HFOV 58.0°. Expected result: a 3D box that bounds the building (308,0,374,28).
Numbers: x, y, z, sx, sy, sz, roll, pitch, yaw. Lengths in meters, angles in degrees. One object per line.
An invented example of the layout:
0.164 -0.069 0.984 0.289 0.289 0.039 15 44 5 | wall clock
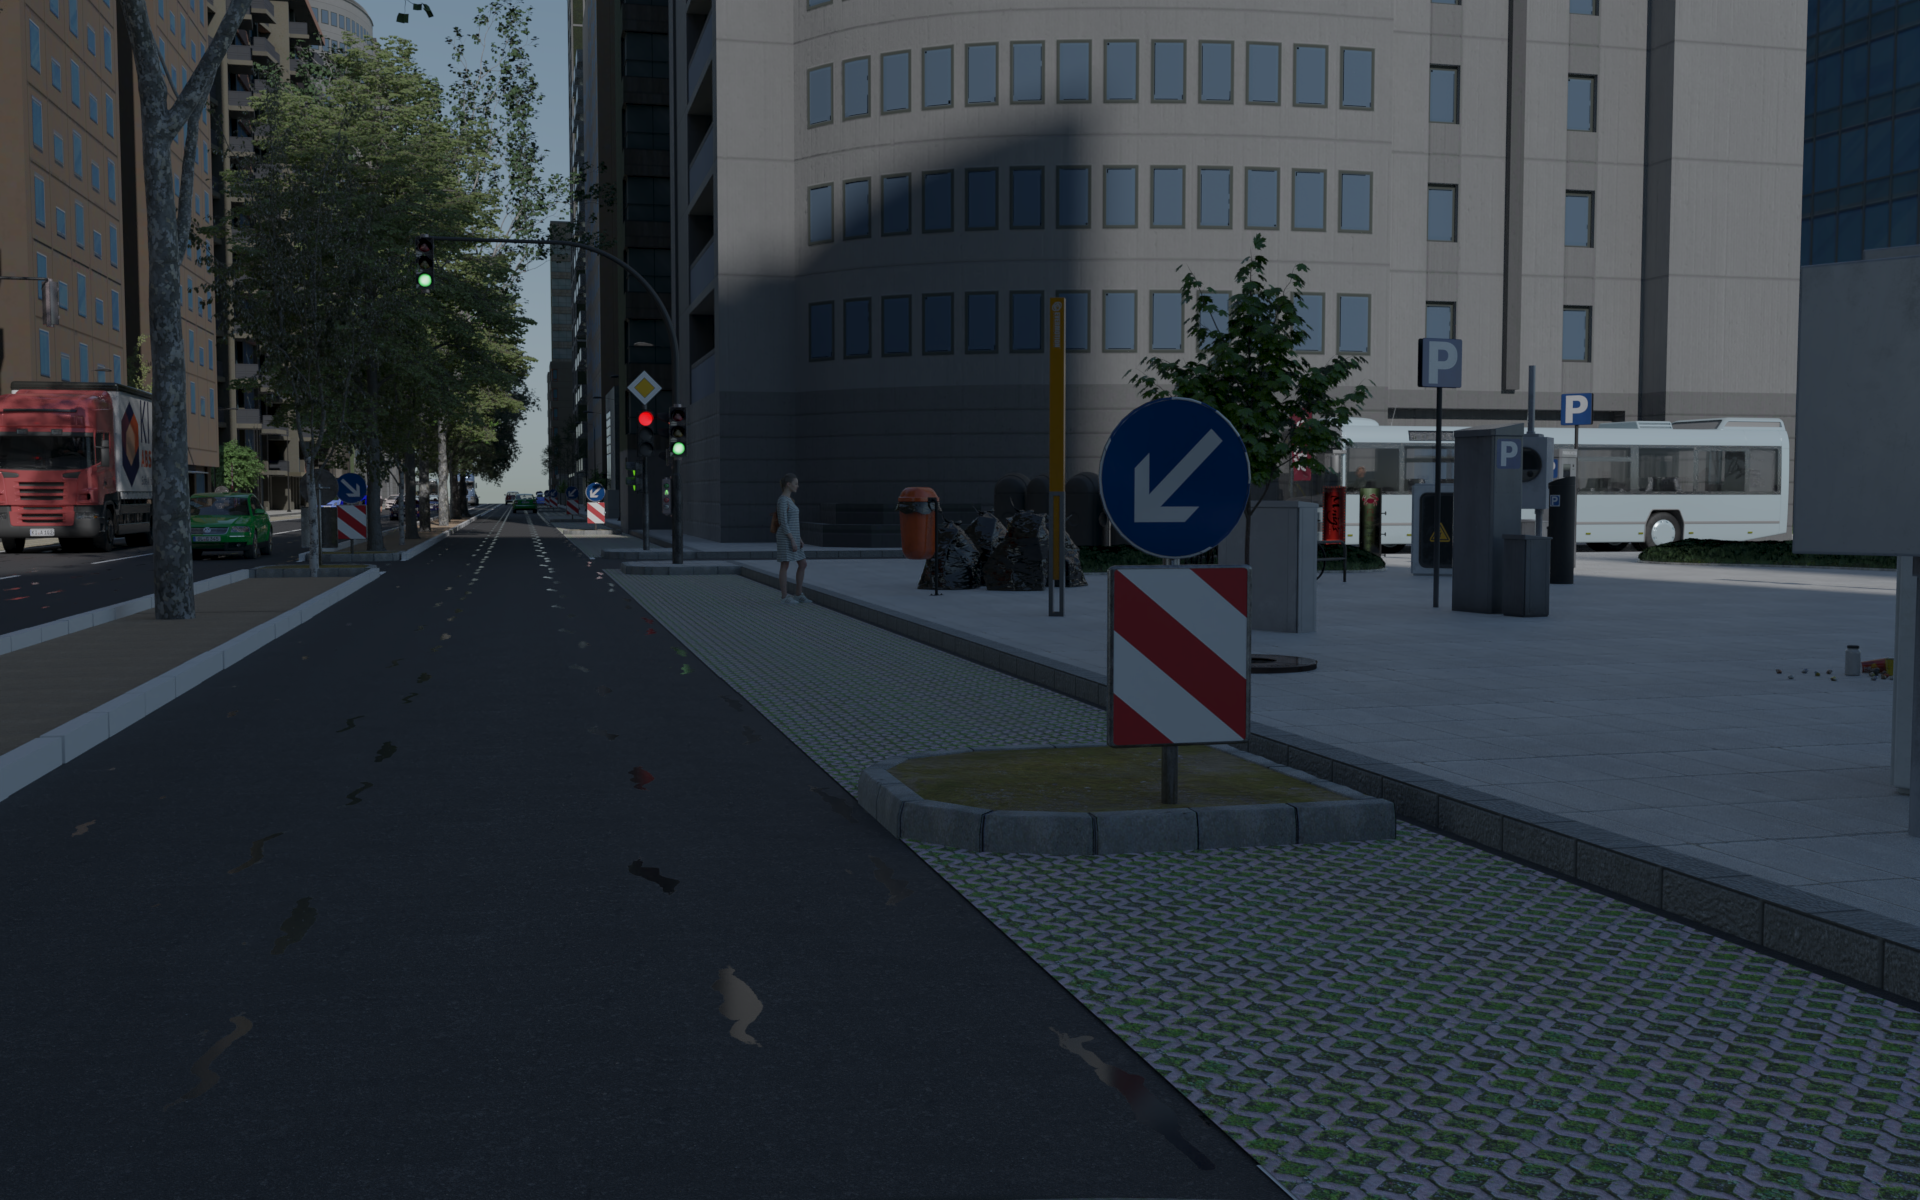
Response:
-78.498 -40.248 200.056 21.231 58.520 28.212 -1 4 -14 | building

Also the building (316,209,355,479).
-67.246 -24.287 168.791 14.160 30.474 14.107 -1 4 -14 | building

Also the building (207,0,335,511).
-65.685 -30.068 146.230 22.147 44.769 28.867 -1 4 -14 | building

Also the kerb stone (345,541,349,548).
-16.217 -1.422 45.456 0.120 0.150 1.000 -1 4 -14 | kerb stone

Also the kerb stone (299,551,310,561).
-14.197 -0.935 37.516 0.120 0.150 1.000 -1 4 -14 | kerb stone

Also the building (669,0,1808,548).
6.184 -31.158 51.427 28.212 58.520 21.231 -1 4 -14 | building

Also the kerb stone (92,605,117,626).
-9.501 0.189 19.098 0.120 0.150 1.000 -1 4 -14 | kerb stone

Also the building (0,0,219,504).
-43.978 -26.384 81.490 14.600 45.320 14.200 -1 4 -14 | building

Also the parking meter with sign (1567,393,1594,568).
10.119 -2.030 29.450 0.543 3.016 1.738 3 5 43 | parking meter with sign

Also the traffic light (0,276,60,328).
-21.278 -3.746 35.908 4.771 5.953 1.251 -1 4 -14 | traffic light

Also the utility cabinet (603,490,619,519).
-18.008 -4.952 89.643 0.318 1.500 1.173 1 4 22 | utility cabinet

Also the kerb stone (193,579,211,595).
-11.025 -0.174 25.064 0.120 0.150 1.000 -1 4 -14 | kerb stone

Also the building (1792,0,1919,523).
35.253 -24.826 56.014 14.200 45.320 14.600 -1 4 -14 | building

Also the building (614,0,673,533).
-6.790 -18.219 69.586 14.160 30.474 14.107 -1 4 -14 | building

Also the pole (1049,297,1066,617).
1.017 -1.484 18.107 0.158 3.312 0.155 0 3 0 | pole

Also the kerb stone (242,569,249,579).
-12.037 -0.416 29.031 0.120 0.150 1.000 -1 4 -14 | kerb stone

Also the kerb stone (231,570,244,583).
-11.782 -0.357 28.040 0.120 0.150 1.000 -1 4 -14 | kerb stone

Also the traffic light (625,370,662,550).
-7.189 -3.091 39.461 0.839 4.253 0.868 -1 4 -14 | traffic light

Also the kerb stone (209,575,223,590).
-11.276 -0.236 26.055 0.120 0.150 1.000 -1 4 -14 | kerb stone

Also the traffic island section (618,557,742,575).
-5.176 -0.585 31.846 2.009 0.180 2.903 -1 4 -14 | traffic island section

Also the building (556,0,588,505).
-40.254 -47.604 216.569 20.563 71.187 20.611 -1 4 -14 | building

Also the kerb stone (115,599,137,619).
-9.748 0.129 20.090 0.120 0.150 1.000 -1 4 -14 | kerb stone

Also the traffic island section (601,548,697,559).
-7.147 -1.058 39.585 2.009 0.180 2.903 -1 4 -14 | traffic island section

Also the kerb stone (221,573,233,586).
-11.537 -0.297 27.044 0.120 0.150 1.000 -1 4 -14 | kerb stone

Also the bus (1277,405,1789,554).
13.234 -2.830 41.130 13.247 3.499 2.948 -1 4 -16 | bus

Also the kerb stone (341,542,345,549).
-15.964 -1.358 44.463 0.120 0.150 1.000 -1 4 -14 | kerb stone

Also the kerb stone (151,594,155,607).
-10.265 0.008 22.083 0.120 0.150 1.000 -1 4 -14 | kerb stone

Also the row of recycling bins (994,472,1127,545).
2.080 -1.555 32.543 3.534 1.692 1.069 3 5 39 | row of recycling bins

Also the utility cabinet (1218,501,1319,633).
2.906 -0.320 16.396 0.306 1.237 1.020 -3 4 -38 | utility cabinet

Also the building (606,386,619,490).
-8.548 -48.087 98.896 22.319 86.520 31.000 -1 4 -14 | building

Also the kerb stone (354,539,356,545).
-16.725 -1.544 47.436 0.120 0.150 1.000 -1 4 -14 | kerb stone

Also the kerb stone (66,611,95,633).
-9.251 0.251 18.099 0.120 0.150 1.000 -1 4 -14 | kerb stone

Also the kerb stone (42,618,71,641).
-9.003 0.315 17.108 0.120 0.150 1.000 -1 4 -14 | kerb stone

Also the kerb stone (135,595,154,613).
-10.015 0.073 21.085 0.120 0.150 1.000 -1 4 -14 | kerb stone

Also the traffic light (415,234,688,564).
-7.223 -3.450 31.069 4.771 5.953 1.251 -1 4 -14 | traffic light

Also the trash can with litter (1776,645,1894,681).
6.854 -0.034 11.620 1.678 1.210 2.233 -2 4 -27 | trash can with litter

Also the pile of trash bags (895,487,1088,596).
0.240 -0.824 23.222 1.912 1.369 3.447 2 4 32 | pile of trash bags

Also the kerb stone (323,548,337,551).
-15.462 -1.237 42.481 0.120 0.150 1.000 -1 4 -14 | kerb stone

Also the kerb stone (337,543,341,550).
-15.711 -1.301 43.473 0.120 0.150 1.000 -1 4 -14 | kerb stone

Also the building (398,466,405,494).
-87.231 -29.271 250.277 14.160 30.474 14.107 -1 4 -14 | building

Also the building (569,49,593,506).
-27.170 -33.915 174.111 23.786 49.044 30.456 -1 4 -14 | building

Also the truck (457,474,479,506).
-60.941 -13.703 213.803 2.967 4.110 18.799 -1 4 -14 | truck

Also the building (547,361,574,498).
-43.392 -24.327 242.783 27.650 21.520 28.899 -1 4 -14 | building

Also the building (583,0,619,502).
-25.407 -30.658 151.363 14.600 45.320 14.200 -1 4 -14 | building

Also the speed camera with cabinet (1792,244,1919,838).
4.117 -0.780 7.084 2.038 3.252 0.660 -3 5 -42 | speed camera with cabinet

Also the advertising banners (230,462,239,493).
-40.559 -6.159 96.895 0.090 3.025 2.074 -1 4 -12 | advertising banners

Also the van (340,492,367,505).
-42.381 -7.171 121.636 2.240 2.365 5.245 -1 4 -15 | van

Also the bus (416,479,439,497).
-62.952 -12.899 205.754 2.948 3.499 13.247 -1 4 -13 | bus

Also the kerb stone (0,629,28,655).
-8.744 0.372 16.106 0.120 0.150 1.000 -1 4 -14 | kerb stone

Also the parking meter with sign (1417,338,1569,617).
5.698 -1.375 18.738 0.543 3.016 1.738 -1 4 -22 | parking meter with sign

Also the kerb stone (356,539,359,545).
-16.976 -1.603 48.427 0.120 0.150 1.000 -1 4 -14 | kerb stone

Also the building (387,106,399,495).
-86.153 -41.911 227.243 21.231 58.520 28.212 -1 4 -14 | building

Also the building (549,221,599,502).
-54.591 -35.367 261.848 14.154 41.232 14.086 -1 4 -14 | building

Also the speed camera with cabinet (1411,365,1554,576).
8.103 -1.991 26.892 2.038 3.252 0.660 2 4 29 | speed camera with cabinet

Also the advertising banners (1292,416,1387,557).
7.510 -2.349 34.593 2.074 3.025 0.090 2 4 34 | advertising banners

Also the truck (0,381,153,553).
-22.879 -3.457 45.442 2.839 4.237 11.283 -1 4 -15 | truck
